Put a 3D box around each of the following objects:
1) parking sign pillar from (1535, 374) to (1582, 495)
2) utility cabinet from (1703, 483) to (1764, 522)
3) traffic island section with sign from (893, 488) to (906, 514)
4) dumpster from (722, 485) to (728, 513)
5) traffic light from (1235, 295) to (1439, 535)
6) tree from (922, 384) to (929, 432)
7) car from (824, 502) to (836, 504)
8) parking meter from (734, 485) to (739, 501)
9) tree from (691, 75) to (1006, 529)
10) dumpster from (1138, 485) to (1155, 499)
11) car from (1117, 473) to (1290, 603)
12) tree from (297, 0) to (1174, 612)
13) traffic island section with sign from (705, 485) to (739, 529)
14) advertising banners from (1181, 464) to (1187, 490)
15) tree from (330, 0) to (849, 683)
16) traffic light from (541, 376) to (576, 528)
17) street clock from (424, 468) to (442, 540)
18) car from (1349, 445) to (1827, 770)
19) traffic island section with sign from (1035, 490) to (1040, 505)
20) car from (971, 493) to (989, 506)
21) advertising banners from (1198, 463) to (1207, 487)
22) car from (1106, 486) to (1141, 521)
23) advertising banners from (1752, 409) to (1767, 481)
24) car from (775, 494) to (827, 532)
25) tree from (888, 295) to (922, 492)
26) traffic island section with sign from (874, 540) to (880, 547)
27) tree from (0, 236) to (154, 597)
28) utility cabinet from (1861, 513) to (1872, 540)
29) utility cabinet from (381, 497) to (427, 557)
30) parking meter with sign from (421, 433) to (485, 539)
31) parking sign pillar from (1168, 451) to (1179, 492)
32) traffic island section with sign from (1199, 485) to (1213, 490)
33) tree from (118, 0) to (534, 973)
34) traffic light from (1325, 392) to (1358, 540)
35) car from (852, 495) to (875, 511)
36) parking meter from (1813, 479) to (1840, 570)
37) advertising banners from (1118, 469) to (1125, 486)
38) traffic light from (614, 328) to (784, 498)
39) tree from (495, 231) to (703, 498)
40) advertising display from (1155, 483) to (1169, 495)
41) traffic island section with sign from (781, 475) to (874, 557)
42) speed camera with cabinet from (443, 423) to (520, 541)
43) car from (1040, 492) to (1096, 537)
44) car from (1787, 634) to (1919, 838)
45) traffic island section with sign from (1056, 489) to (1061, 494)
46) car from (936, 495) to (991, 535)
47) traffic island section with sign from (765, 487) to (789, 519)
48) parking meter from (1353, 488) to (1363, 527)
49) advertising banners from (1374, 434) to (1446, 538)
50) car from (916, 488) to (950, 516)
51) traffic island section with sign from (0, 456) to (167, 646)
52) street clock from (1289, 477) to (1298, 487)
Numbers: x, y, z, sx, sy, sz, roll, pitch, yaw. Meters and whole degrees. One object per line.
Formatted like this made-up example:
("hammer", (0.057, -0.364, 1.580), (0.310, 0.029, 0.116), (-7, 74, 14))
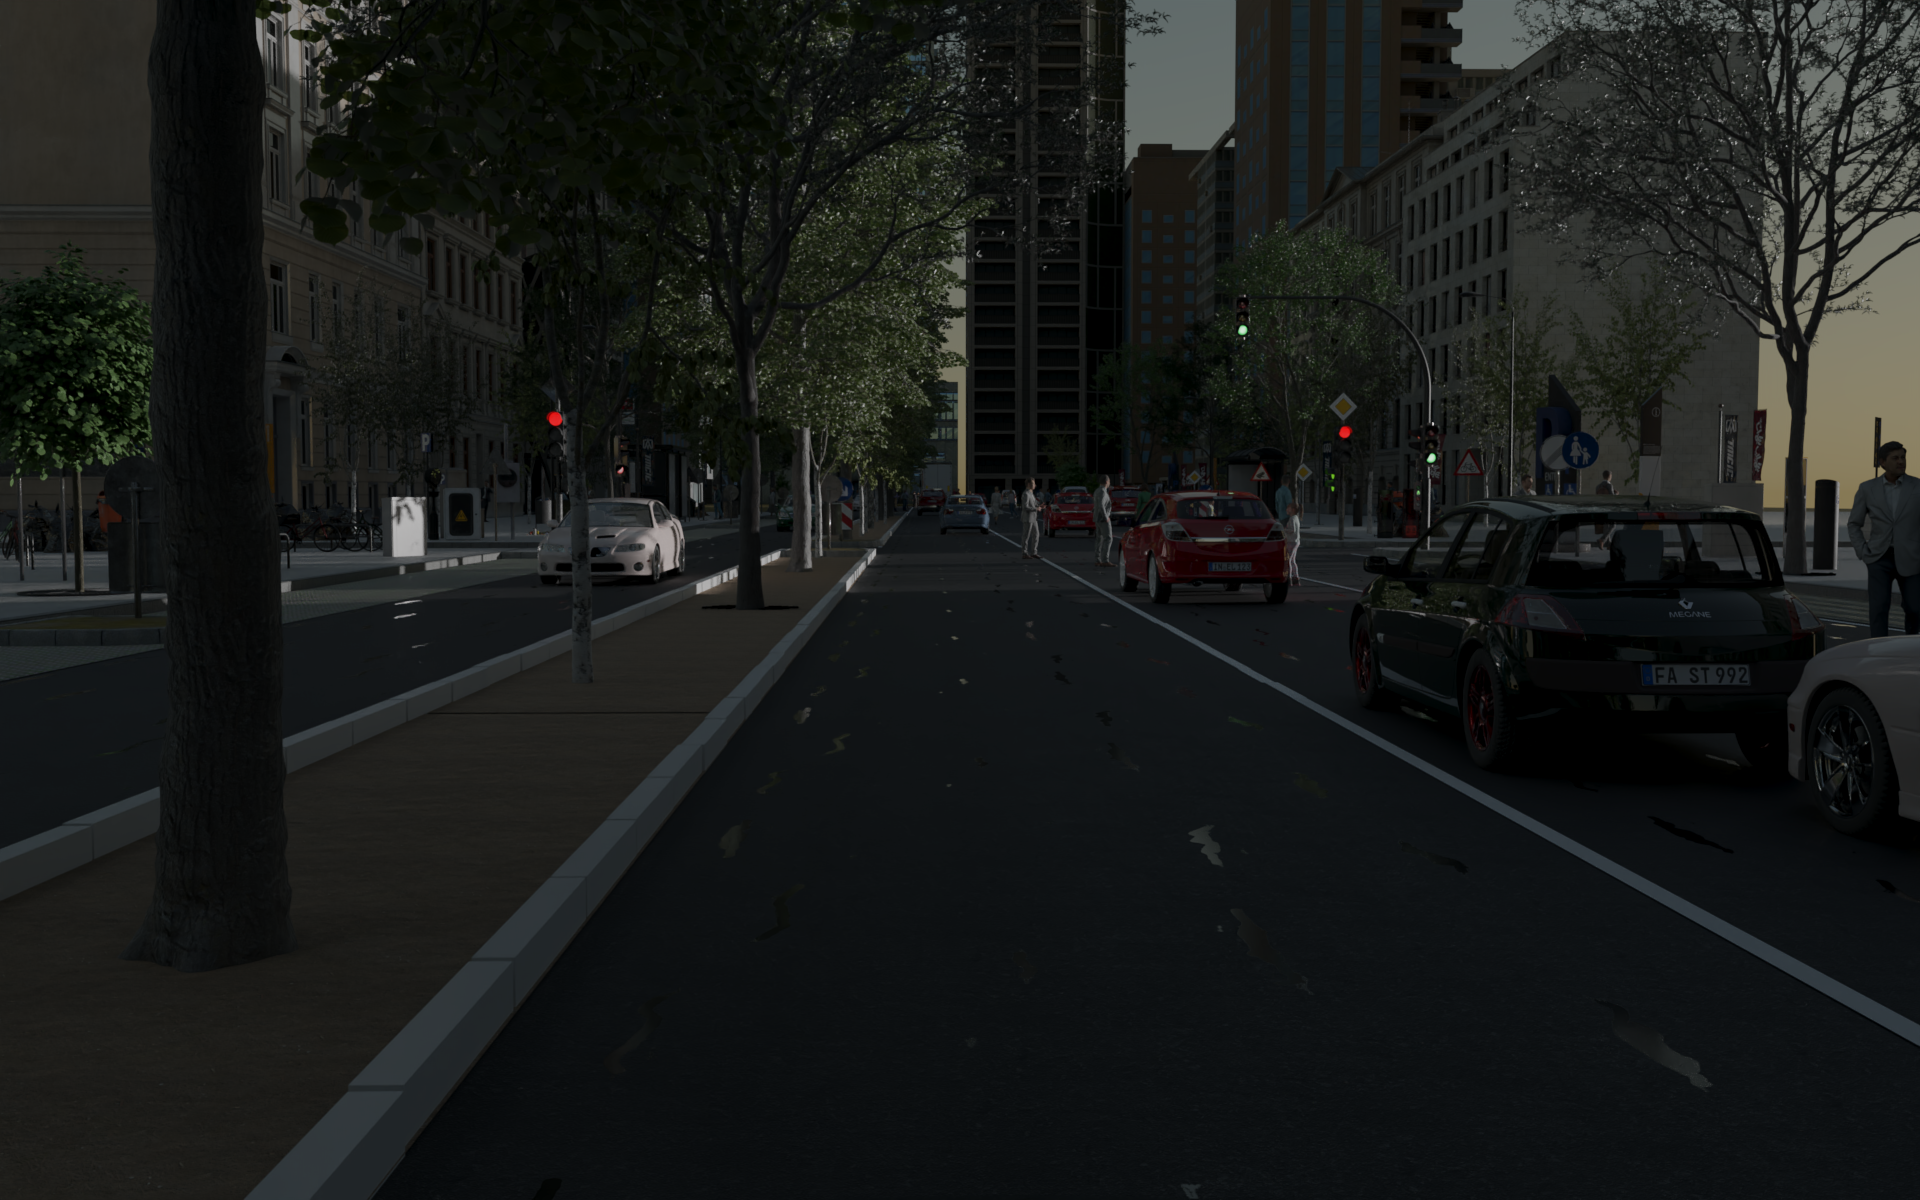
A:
("parking sign pillar", (13.277, -3.057, 38.460), (1.447, 3.967, 1.447), (0, 4, -7))
("utility cabinet", (15.640, -1.614, 35.071), (1.173, 1.500, 0.318), (-1, 4, -12))
("traffic island section with sign", (-4.793, -6.997, 122.531), (2.006, 1.907, 1.989), (0, 4, -1))
("dumpster", (-15.384, -6.682, 115.001), (1.264, 1.857, 1.865), (0, 4, -1))
("traffic light", (8.628, -3.981, 39.752), (4.771, 5.953, 1.251), (0, 4, -1))
("tree", (-3.298, -6.458, 58.406), (4.737, 8.622, 4.395), (0, 3, 0))
("car", (-11.265, -8.196, 143.794), (2.009, 1.686, 4.222), (0, 4, -1))
("parking meter", (-13.156, -5.840, 101.198), (0.399, 1.863, 0.255), (-2, 4, -33))
("tree", (-4.980, -13.051, 71.723), (12.611, 20.169, 13.585), (0, 3, 0))
("dumpster", (11.333, -6.167, 106.592), (1.264, 1.857, 1.865), (0, 4, -1))
("car", (3.332, -0.931, 24.262), (2.155, 1.783, 4.494), (0, 4, -3))
("tree", (-2.567, -6.611, 20.918), (12.009, 13.543, 11.850), (0, 3, 0))
("traffic island section with sign", (-9.534, -3.890, 72.230), (1.989, 1.847, 2.006), (0, 4, -1))
("advertising banners", (13.570, -6.434, 101.386), (0.090, 3.025, 2.074), (-2, 4, -31))
("tree", (-2.809, -3.656, 12.603), (4.737, 8.622, 4.395), (0, 3, 0))
("traffic light", (-9.139, -3.094, 39.508), (0.839, 4.253, 0.868), (0, 4, -1))
("street clock", (-14.676, -2.674, 48.286), (0.358, 2.002, 0.471), (1, 4, 22))
("car", (3.541, -0.036, 10.372), (2.009, 1.686, 4.222), (0, 3, 0))
("traffic island section with sign", (7.894, -10.306, 177.133), (1.989, 1.847, 2.006), (0, 4, -1))
("car", (1.624, -9.333, 161.627), (2.155, 1.783, 4.494), (0, 4, 1))
("advertising banners", (14.232, -6.143, 96.631), (2.074, 3.025, 0.090), (-1, 4, -16))
("car", (7.311, -4.275, 78.565), (2.281, 1.827, 5.304), (0, 4, -1))
("advertising banners", (16.462, -2.471, 36.585), (0.090, 3.025, 2.074), (0, 4, -3))
("car", (-6.119, -3.419, 67.699), (2.131, 1.459, 4.920), (0, 4, -1))
("tree", (-3.106, -5.218, 38.131), (4.737, 8.622, 4.395), (0, 3, 0))
("traffic island section with sign", (-3.216, -2.402, 47.409), (2.006, 1.907, 1.989), (0, 4, -1))
("tree", (-11.449, -2.354, 22.203), (4.285, 4.588, 4.351), (0, 3, 0))
("utility cabinet", (25.409, -2.423, 48.302), (0.318, 1.500, 1.173), (3, 4, 39))
("utility cabinet", (-11.505, -1.511, 35.874), (0.306, 1.237, 1.020), (2, 4, 25))
("parking meter with sign", (-14.642, -3.293, 50.102), (0.543, 3.016, 1.738), (3, 5, 43))
("parking sign pillar", (13.395, -7.343, 108.523), (1.447, 3.967, 1.447), (0, 4, -4))
("traffic island section with sign", (10.093, -3.918, 72.690), (1.989, 1.847, 2.006), (0, 4, -1))
("tree", (-2.411, -5.190, 5.434), (7.486, 12.596, 7.792), (0, 3, 0))
("traffic light", (10.551, -3.609, 47.920), (0.839, 4.253, 0.868), (0, 4, -1))
("car", (-8.003, -8.068, 144.270), (2.083, 1.381, 4.827), (0, 4, -2))
("parking meter", (14.728, -1.287, 29.453), (0.372, 1.533, 0.369), (0, 3, 0))
("advertising banners", (12.014, -7.647, 121.222), (2.074, 3.025, 0.090), (2, 4, 31))
("traffic light", (-7.216, -4.459, 47.570), (4.771, 5.953, 1.251), (0, 4, -1))
("tree", (-12.239, -7.620, 58.994), (7.601, 10.594, 8.767), (-1, 4, -17))
("advertising display", (14.513, -7.247, 123.702), (0.974, 1.923, 0.123), (0, 4, -3))
("traffic island section with sign", (-3.071, -1.949, 40.003), (2.006, 1.907, 1.989), (0, 4, -1))
("speed camera with cabinet", (-13.321, -3.295, 48.207), (2.038, 3.252, 0.660), (-1, 4, -18))
("car", (3.788, -3.034, 58.642), (2.155, 1.783, 4.494), (0, 4, 0))
("car", (4.668, 0.399, 5.837), (2.083, 1.381, 4.827), (0, 4, -2))
("traffic island section with sign", (8.474, -8.645, 149.971), (1.989, 1.847, 2.006), (0, 4, -1))
("car", (0.145, -3.088, 62.493), (2.014, 1.417, 4.499), (0, 4, -1))
("traffic island section with sign", (-10.103, -5.549, 99.348), (1.989, 1.847, 2.006), (0, 4, -1))
("parking meter", (15.731, -3.674, 68.474), (0.372, 1.533, 0.369), (0, 3, 0))
("advertising banners", (13.015, -3.296, 50.072), (2.074, 3.025, 0.090), (0, 4, -5))
("car", (-1.835, -6.580, 116.256), (2.281, 1.827, 5.304), (0, 4, -1))
("traffic island section with sign", (-8.382, -0.522, 17.159), (1.989, 1.847, 2.006), (0, 4, -1))
("street clock", (13.635, -4.060, 70.951), (0.358, 2.002, 0.471), (2, 4, 35))
